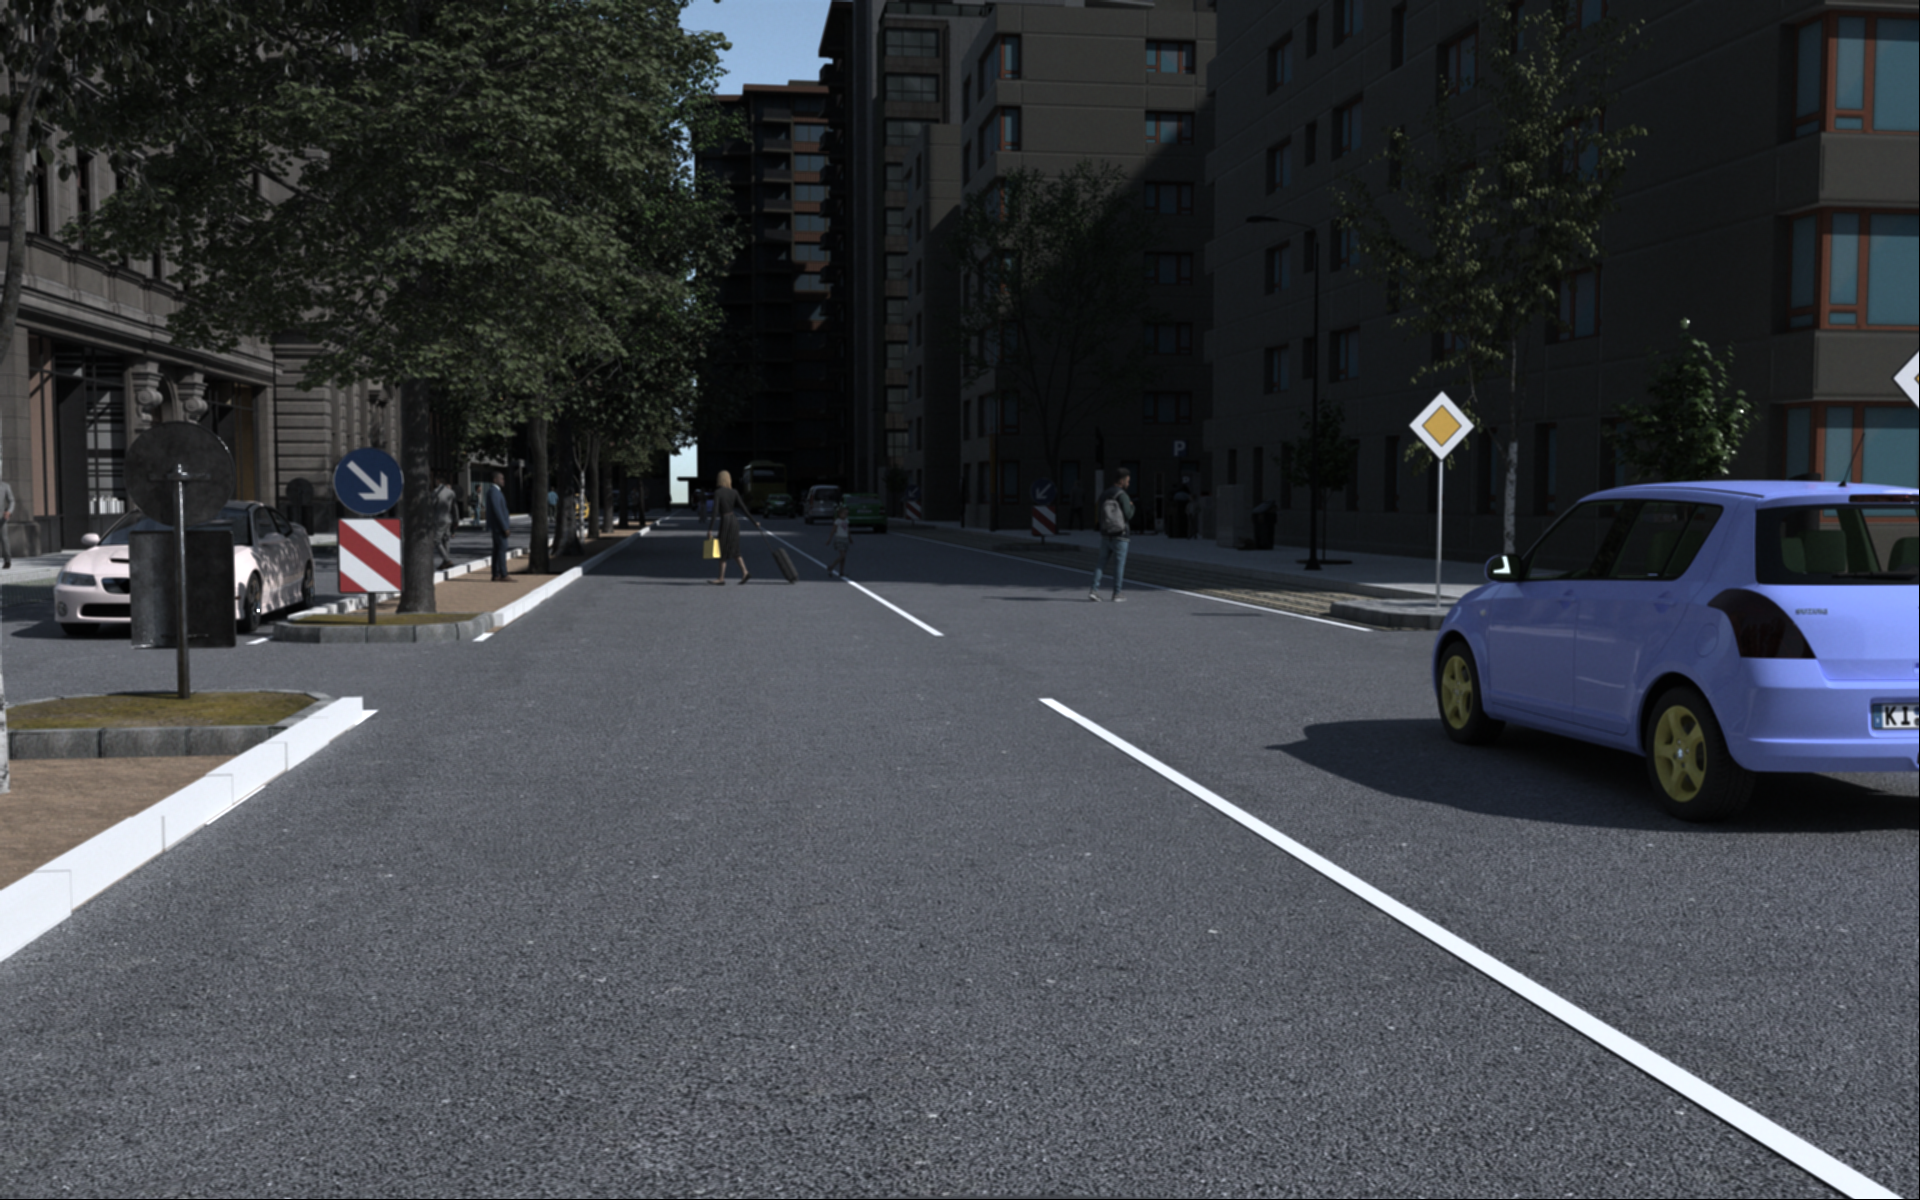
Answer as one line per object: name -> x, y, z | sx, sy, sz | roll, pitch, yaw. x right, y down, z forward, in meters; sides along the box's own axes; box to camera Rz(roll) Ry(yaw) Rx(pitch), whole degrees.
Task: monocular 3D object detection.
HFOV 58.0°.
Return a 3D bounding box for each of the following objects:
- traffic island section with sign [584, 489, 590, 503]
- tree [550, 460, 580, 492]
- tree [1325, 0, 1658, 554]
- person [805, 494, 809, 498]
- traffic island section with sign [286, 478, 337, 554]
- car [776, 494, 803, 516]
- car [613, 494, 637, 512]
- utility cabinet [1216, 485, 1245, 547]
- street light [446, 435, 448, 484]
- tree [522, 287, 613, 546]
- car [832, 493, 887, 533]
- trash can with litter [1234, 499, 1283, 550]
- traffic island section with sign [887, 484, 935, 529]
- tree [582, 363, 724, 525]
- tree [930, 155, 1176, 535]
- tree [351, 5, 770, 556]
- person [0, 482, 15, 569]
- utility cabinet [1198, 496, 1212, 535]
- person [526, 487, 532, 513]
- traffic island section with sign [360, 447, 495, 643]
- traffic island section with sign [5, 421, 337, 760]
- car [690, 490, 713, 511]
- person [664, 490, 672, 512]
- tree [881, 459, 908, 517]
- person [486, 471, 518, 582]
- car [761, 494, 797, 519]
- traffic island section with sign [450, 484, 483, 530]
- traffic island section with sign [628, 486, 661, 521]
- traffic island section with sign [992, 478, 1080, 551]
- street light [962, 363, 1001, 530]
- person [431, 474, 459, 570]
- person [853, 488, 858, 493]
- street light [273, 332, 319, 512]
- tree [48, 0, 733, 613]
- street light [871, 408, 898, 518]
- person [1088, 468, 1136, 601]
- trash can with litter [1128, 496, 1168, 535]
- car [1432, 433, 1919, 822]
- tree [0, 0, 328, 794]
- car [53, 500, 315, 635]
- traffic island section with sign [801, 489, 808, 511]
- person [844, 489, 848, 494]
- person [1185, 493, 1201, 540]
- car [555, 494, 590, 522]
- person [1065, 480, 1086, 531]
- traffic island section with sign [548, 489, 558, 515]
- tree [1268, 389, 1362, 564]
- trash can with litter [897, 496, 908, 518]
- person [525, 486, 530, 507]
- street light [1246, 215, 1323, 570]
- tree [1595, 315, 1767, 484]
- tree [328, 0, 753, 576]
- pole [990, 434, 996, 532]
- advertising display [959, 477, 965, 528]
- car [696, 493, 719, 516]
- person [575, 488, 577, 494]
traffic island section with sign -> -31.185, -8.311, 144.510 | 1.989, 1.847, 2.006 | -1, 4, -8
tree -> -34.674, -10.187, 150.268 | 4.285, 4.588, 4.351 | 0, 3, 0
tree -> 7.630, -4.530, 24.428 | 4.737, 8.622, 4.395 | 0, 3, 0
person -> -11.607, -7.747, 135.251 | 1.348, 1.812, 0.705 | -1, 4, -13
traffic island section with sign -> -16.069, -2.042, 42.014 | 1.989, 1.847, 2.006 | -1, 4, -8
car -> -11.162, -6.335, 113.369 | 2.009, 1.686, 4.222 | 0, 4, -7
car -> -26.464, -7.653, 136.920 | 2.131, 1.459, 4.920 | 0, 4, -6
utility cabinet -> 6.481, -2.011, 41.556 | 0.318, 1.500, 1.173 | -1, 4, -11
street light -> -23.702, -6.689, 81.903 | 1.470, 5.913, 1.316 | -1, 4, -8
tree -> -10.435, -5.791, 47.508 | 4.360, 8.622, 3.978 | 0, 3, 0
car -> -3.742, -3.411, 64.566 | 1.959, 1.807, 4.718 | 0, 4, -8
trash can with litter -> 6.822, -1.728, 39.640 | 1.055, 1.170, 0.624 | -2, 4, -35
traffic island section with sign -> -2.107, -3.802, 70.796 | 1.989, 1.847, 2.006 | -1, 4, -8
tree -> -14.528, -8.700, 79.114 | 8.767, 10.594, 7.601 | -1, 4, -8
tree -> 2.887, -7.865, 54.343 | 9.928, 11.665, 9.643 | 0, 3, 0
tree -> -9.184, -7.375, 40.048 | 9.611, 12.733, 9.660 | 0, 3, 0
person -> -16.432, -1.419, 29.509 | 0.678, 1.792, 0.850 | -1, 4, -9
utility cabinet -> 7.639, -2.602, 53.700 | 0.306, 1.237, 1.020 | 0, 4, -5
person -> -29.644, -6.916, 119.563 | 0.568, 1.767, 0.683 | -3, 5, -41
traffic island section with sign -> -5.867, -0.578, 17.586 | 2.006, 1.907, 1.989 | -1, 4, -8
traffic island section with sign -> -4.795, -0.130, 10.257 | 2.006, 1.907, 1.989 | -1, 4, -8
car -> -22.155, -8.624, 149.668 | 2.281, 1.827, 5.304 | -1, 4, -10
person -> -23.710, -8.039, 140.490 | 0.434, 1.755, 0.990 | -3, 5, -43
tree -> -3.517, -6.229, 96.449 | 1.663, 3.219, 1.824 | 0, 3, 0
person -> -7.520, -1.195, 28.216 | 0.419, 1.800, 0.721 | -2, 4, -31
car -> -10.722, -5.554, 102.604 | 2.131, 1.459, 4.920 | 0, 4, -8
traffic island section with sign -> -20.010, -3.673, 68.681 | 1.989, 1.847, 2.006 | -1, 4, -8
traffic island section with sign -> -16.839, -5.125, 91.923 | 2.006, 1.907, 1.989 | -1, 4, -8
traffic island section with sign -> 1.866, -2.159, 43.929 | 1.989, 1.847, 2.006 | -1, 4, -8
street light -> 0.763, -5.437, 61.435 | 1.470, 5.913, 1.316 | -1, 4, -8
person -> -9.817, -1.473, 32.712 | 0.853, 1.813, 0.709 | 2, 4, 28
person -> -6.998, -6.656, 115.790 | 0.530, 1.710, 0.541 | -3, 5, -40
street light -> -18.981, -4.706, 49.487 | 1.470, 5.913, 1.316 | -1, 4, -8
tree -> -6.400, -6.077, 19.938 | 7.486, 12.596, 7.792 | 0, 3, 0
street light -> -4.108, -7.423, 93.911 | 1.470, 5.913, 1.316 | -1, 4, -8
person -> 2.067, -0.875, 23.157 | 0.623, 1.781, 0.721 | 2, 4, 34
trash can with litter -> 5.825, -2.640, 54.226 | 2.233, 1.210, 1.678 | 0, 4, -1
car -> 3.807, 0.039, 8.947 | 1.945, 1.707, 3.694 | 0, 4, -7
tree -> -4.668, -3.389, 8.223 | 4.360, 8.622, 3.978 | 0, 3, 0
car -> -8.478, -0.423, 19.283 | 2.083, 1.381, 4.827 | -1, 4, -10
traffic island section with sign -> -13.329, -8.459, 146.929 | 1.989, 1.847, 2.006 | -1, 4, -8
person -> -8.164, -7.059, 122.926 | 0.415, 1.643, 0.593 | -3, 4, -37
person -> 6.591, -2.363, 48.953 | 0.475, 1.303, 0.640 | 1, 4, 19
car -> -20.096, -4.877, 89.961 | 2.015, 1.641, 3.980 | -1, 4, -10
person -> 4.085, -3.346, 61.153 | 0.661, 1.777, 0.834 | -2, 4, -33
traffic island section with sign -> -27.220, -6.668, 117.653 | 1.989, 1.847, 2.006 | -1, 4, -8
tree -> 6.789, -2.296, 32.133 | 1.663, 3.219, 1.824 | 0, 3, 0
trash can with litter -> -2.947, -4.973, 92.695 | 0.624, 1.170, 1.055 | 1, 4, 21
person -> -30.168, -7.023, 120.807 | 0.705, 1.831, 1.348 | -1, 4, -12
street light -> 5.437, -3.456, 29.044 | 1.470, 5.913, 1.316 | -1, 4, -8
tree -> 7.796, -1.489, 18.941 | 1.663, 3.219, 1.824 | 0, 3, 0
tree -> -7.351, -6.244, 30.305 | 9.928, 11.665, 9.643 | 0, 3, 0
pole -> 1.113, -3.982, 58.942 | 0.158, 3.312, 0.155 | 0, 3, 0
advertising display -> 0.092, -3.703, 65.760 | 0.123, 1.923, 0.974 | 0, 4, -6
car -> -16.217, -6.327, 113.044 | 1.945, 1.707, 3.694 | -1, 4, -10
person -> -35.988, -9.563, 162.413 | 0.705, 1.822, 1.348 | 0, 4, 0
